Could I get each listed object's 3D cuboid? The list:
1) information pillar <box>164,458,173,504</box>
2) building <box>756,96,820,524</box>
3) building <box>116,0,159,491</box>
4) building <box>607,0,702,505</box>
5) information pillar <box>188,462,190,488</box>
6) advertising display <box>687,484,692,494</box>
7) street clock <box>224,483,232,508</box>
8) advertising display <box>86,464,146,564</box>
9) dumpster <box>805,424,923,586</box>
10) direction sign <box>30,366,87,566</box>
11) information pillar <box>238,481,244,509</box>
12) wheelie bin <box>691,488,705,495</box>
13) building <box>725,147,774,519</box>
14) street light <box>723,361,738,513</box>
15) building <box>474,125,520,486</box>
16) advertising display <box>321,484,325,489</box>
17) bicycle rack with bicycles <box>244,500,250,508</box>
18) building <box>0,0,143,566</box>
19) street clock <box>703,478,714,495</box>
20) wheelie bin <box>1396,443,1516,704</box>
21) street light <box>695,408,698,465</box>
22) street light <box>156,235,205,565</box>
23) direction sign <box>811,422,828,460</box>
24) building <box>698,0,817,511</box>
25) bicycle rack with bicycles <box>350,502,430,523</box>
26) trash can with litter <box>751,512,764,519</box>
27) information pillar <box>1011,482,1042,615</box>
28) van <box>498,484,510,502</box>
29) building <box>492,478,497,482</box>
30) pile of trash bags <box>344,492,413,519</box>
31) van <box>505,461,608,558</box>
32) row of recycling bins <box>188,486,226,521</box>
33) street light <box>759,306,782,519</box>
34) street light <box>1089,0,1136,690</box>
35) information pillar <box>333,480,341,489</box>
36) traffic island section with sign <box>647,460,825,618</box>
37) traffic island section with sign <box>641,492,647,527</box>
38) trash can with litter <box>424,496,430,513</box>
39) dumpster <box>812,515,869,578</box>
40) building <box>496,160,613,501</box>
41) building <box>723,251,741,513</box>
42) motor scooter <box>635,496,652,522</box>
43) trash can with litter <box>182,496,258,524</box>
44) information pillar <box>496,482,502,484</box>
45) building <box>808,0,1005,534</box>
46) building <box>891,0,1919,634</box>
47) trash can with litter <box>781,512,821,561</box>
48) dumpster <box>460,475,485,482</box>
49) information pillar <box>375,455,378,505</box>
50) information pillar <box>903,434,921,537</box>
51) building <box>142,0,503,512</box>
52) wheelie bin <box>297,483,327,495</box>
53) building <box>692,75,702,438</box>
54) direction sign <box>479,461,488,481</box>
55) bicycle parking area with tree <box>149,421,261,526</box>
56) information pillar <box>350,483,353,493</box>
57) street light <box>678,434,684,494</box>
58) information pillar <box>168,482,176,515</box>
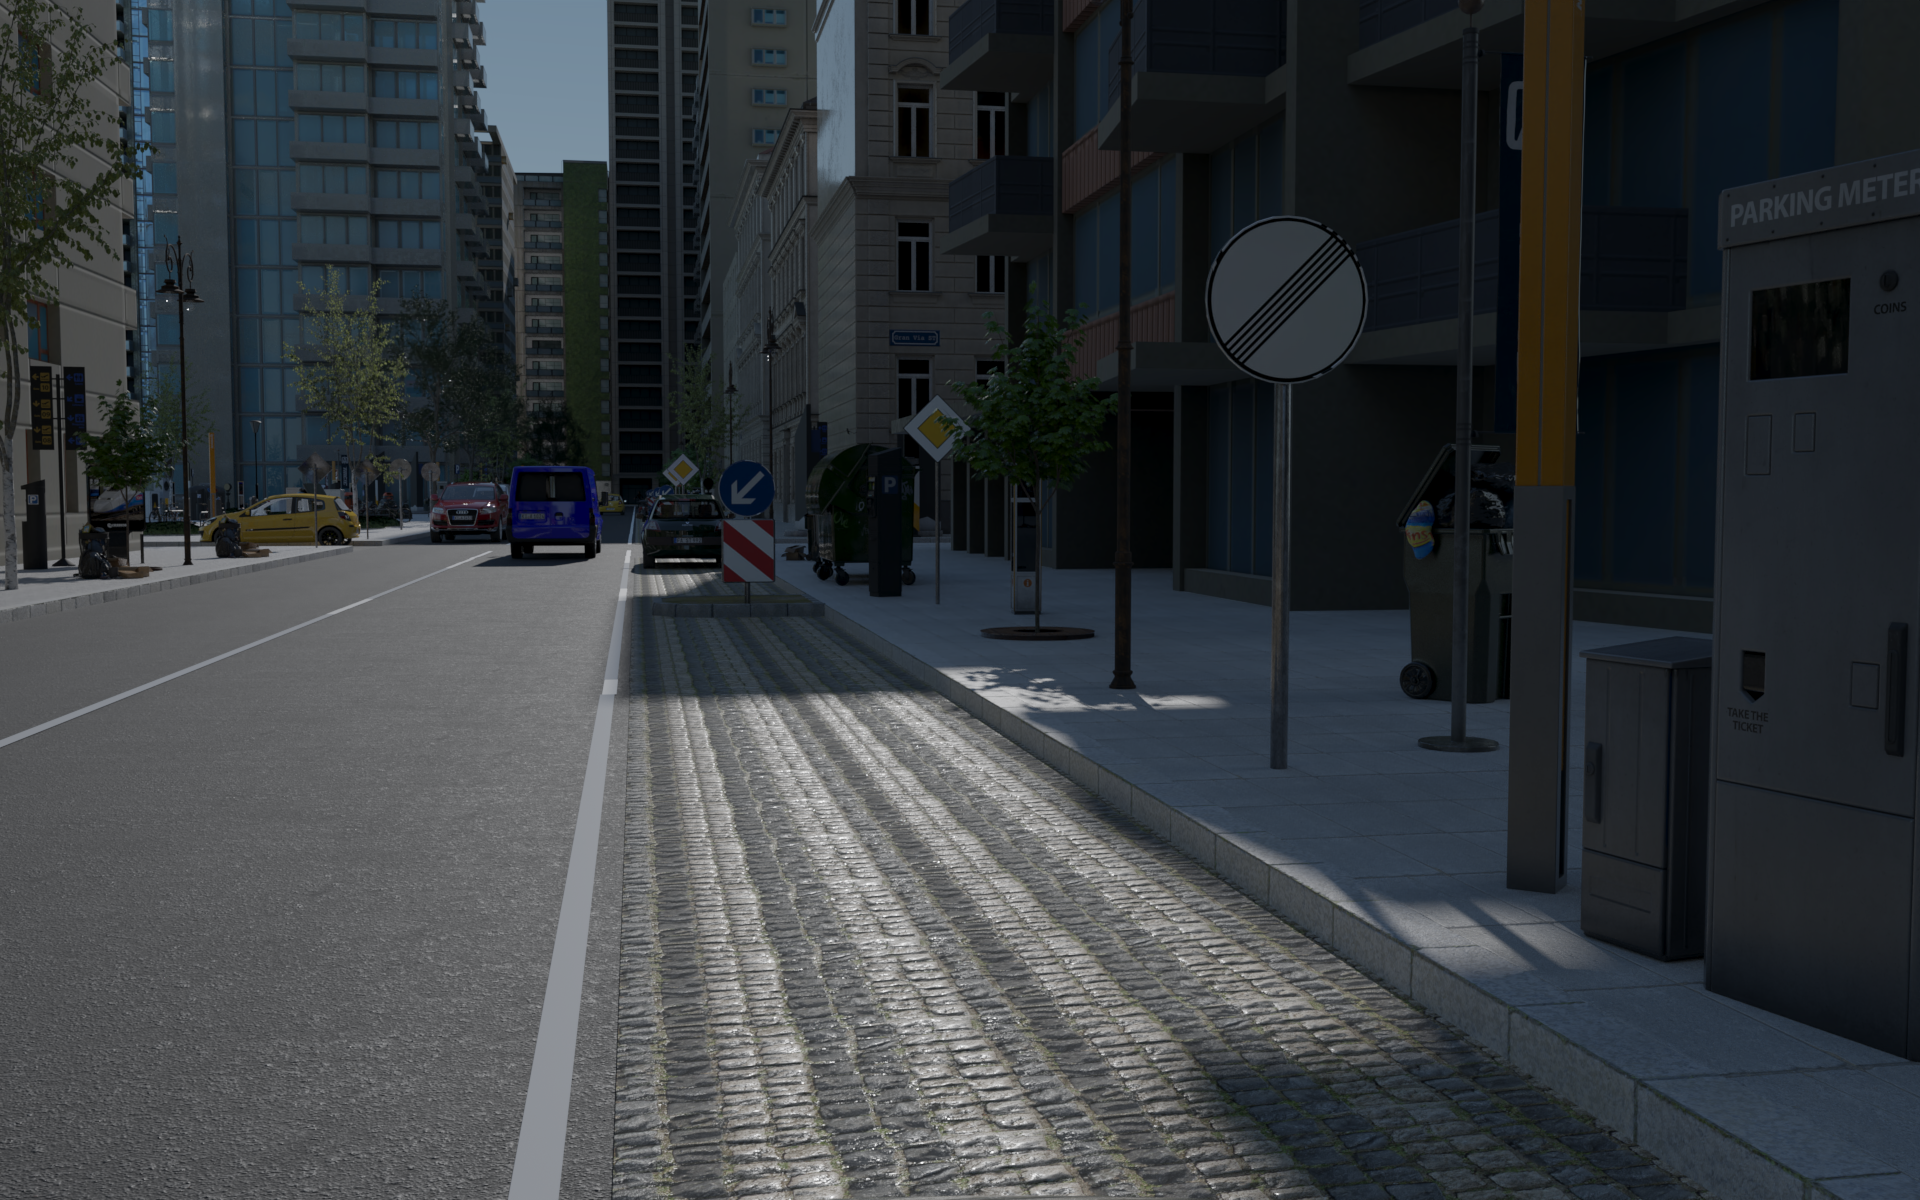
[{"bbox_3d":[-50.750,-7.325,111.121,0.504,3.616,0.183,-2,4,-23],"label":"information pillar"},{"bbox_3d":[-3.201,-13.061,78.178,10.561,19.102,19.286,-1,4,-11],"label":"building"},{"bbox_3d":[-85.352,-52.670,173.821,31.000,86.520,22.319,-1,4,-11],"label":"building"},{"bbox_3d":[-33.699,-47.754,219.021,20.611,71.187,20.563,-1,4,-11],"label":"building"},{"bbox_3d":[-48.545,-7.184,108.812,0.504,3.616,0.183,2,4,31],"label":"information pillar"},{"bbox_3d":[-15.698,-5.949,102.478,0.974,1.923,0.123,1,4,17],"label":"advertising display"},{"bbox_3d":[-49.389,-6.869,116.872,0.471,2.002,0.358,1,4,14],"label":"street clock"},{"bbox_3d":[-15.415,-1.617,31.655,0.974,1.923,0.123,-3,5,-41],"label":"advertising display"},{"bbox_3d":[-1.388,-1.374,24.962,1.502,2.255,1.985,-1,4,-10],"label":"dumpster"},{"bbox_3d":[-15.977,-2.371,30.770,0.876,3.537,0.379,-1,4,-17],"label":"direction sign"},{"bbox_3d":[-41.662,-5.864,100.365,0.304,2.012,0.304,-2,4,-26],"label":"information pillar"},{"bbox_3d":[-12.921,-4.765,85.821,0.980,1.594,0.693,2,4,27],"label":"wheelie bin"},{"bbox_3d":[-6.974,-16.070,98.898,11.583,22.565,21.152,-1,4,-11],"label":"building"},{"bbox_3d":[-7.952,-5.343,60.142,0.468,5.910,1.993,-1,4,-11],"label":"street light"},{"bbox_3d":[-57.515,-29.608,175.976,23.993,40.220,32.217,-1,4,-11],"label":"building"},{"bbox_3d":[-41.411,-6.516,111.751,0.974,1.923,0.123,-3,4,-36],"label":"advertising display"},{"bbox_3d":[-44.933,-5.998,111.449,2.852,0.926,2.925,2,4,32],"label":"bicycle rack with bicycles"},{"bbox_3d":[-30.363,-10.871,22.778,28.899,21.520,27.650,-1,4,-11],"label":"building"},{"bbox_3d":[-11.073,-4.383,76.225,0.471,2.002,0.358,-1,4,-11],"label":"street clock"},{"bbox_3d":[3.217,-0.182,10.879,0.980,1.594,0.693,-3,5,-43],"label":"wheelie bin"},{"bbox_3d":[-14.022,-7.317,92.425,0.468,5.910,1.993,-1,4,-11],"label":"street light"},{"bbox_3d":[-13.953,-3.568,31.125,0.468,5.910,1.993,-1,4,-11],"label":"street light"},{"bbox_3d":[-4.548,-3.801,54.151,0.876,3.537,0.379,-2,4,-27],"label":"direction sign"},{"bbox_3d":[-10.495,-31.832,144.151,21.300,48.544,21.600,-1,4,-11],"label":"building"},{"bbox_3d":[-26.079,-3.973,78.341,2.925,0.926,2.852,1,4,12],"label":"bicycle rack with bicycles"},{"bbox_3d":[-8.104,-3.356,65.931,2.233,1.210,1.678,-2,4,-27],"label":"trash can with litter"},{"bbox_3d":[0.706,-0.856,18.493,0.304,2.012,0.304,0,4,-5],"label":"information pillar"},{"bbox_3d":[-18.804,-3.830,69.626,2.013,2.044,4.112,-1,4,-11],"label":"van"},{"bbox_3d":[-64.078,-26.909,211.659,14.107,30.474,14.160,-1,4,-11],"label":"building"},{"bbox_3d":[-29.934,-4.826,88.655,1.912,1.369,3.447,3,5,43],"label":"pile of trash bags"},{"bbox_3d":[-9.374,-2.198,40.321,2.240,2.365,5.245,-1,4,-10],"label":"van"},{"bbox_3d":[-37.314,-4.806,85.691,1.069,1.692,3.534,0,4,-4],"label":"row of recycling bins"},{"bbox_3d":[-4.671,-4.281,42.775,0.468,5.910,1.993,-1,4,-11],"label":"street light"},{"bbox_3d":[1.075,-2.354,11.273,0.468,5.910,1.993,-1,4,-11],"label":"street light"},{"bbox_3d":[-32.239,-5.209,89.655,0.304,2.012,0.304,1,4,23],"label":"information pillar"},{"bbox_3d":[-2.720,-0.752,20.918,1.989,1.847,2.006,-1,4,-11],"label":"traffic island section with sign"},{"bbox_3d":[-13.015,-4.130,76.147,1.989,1.847,2.006,-1,4,-11],"label":"traffic island section with sign"},{"bbox_3d":[-35.604,-6.447,116.794,1.055,1.170,0.624,-1,4,-18],"label":"trash can with litter"},{"bbox_3d":[-1.649,-1.309,27.167,1.264,1.857,1.865,-1,4,-11],"label":"dumpster"},{"bbox_3d":[-50.261,-32.448,214.126,14.086,41.232,14.154,-1,4,-11],"label":"building"},{"bbox_3d":[-10.418,-16.088,117.782,10.420,20.320,16.860,-1,4,-11],"label":"building"},{"bbox_3d":[-16.214,-4.646,88.737,0.815,1.314,1.986,-1,4,-9],"label":"motor scooter"},{"bbox_3d":[-26.216,-3.111,61.919,1.678,1.210,2.233,2,4,34],"label":"trash can with litter"},{"bbox_3d":[-27.068,-5.953,101.820,0.304,2.012,0.304,-2,4,-26],"label":"information pillar"},{"bbox_3d":[7.546,-16.177,61.750,25.104,27.353,12.463,-1,4,-11],"label":"building"},{"bbox_3d":[11.545,-22.806,27.510,22.147,44.769,28.867,-1,4,-11],"label":"building"},{"bbox_3d":[-2.937,-1.342,33.336,1.055,1.170,0.624,1,4,18],"label":"trash can with litter"},{"bbox_3d":[-24.394,-5.165,86.934,1.502,2.255,1.985,-1,4,-10],"label":"dumpster"},{"bbox_3d":[-34.794,-6.846,103.292,0.183,3.616,0.504,-2,4,-23],"label":"information pillar"},{"bbox_3d":[-1.426,-3.664,51.267,0.504,3.616,0.183,-1,4,-18],"label":"information pillar"},{"bbox_3d":[-48.661,-31.481,134.326,23.786,49.044,30.456,-1,4,-11],"label":"building"},{"bbox_3d":[-18.097,-2.473,48.336,0.693,1.594,0.980,2,4,24],"label":"wheelie bin"},{"bbox_3d":[-16.764,-34.502,183.720,23.786,49.044,30.456,-1,4,-11],"label":"building"},{"bbox_3d":[-32.740,-7.769,119.022,0.876,3.537,0.379,3,4,38],"label":"direction sign"},{"bbox_3d":[-30.163,-4.932,67.646,8.231,4.147,9.016,1,4,14],"label":"bicycle parking area with tree"},{"bbox_3d":[-40.655,-6.821,116.014,0.304,2.012,0.304,0,4,7],"label":"information pillar"},{"bbox_3d":[-19.936,-9.244,123.932,0.468,5.910,1.993,-1,4,-11],"label":"street light"},{"bbox_3d":[-48.877,-6.293,107.379,0.304,2.012,0.304,0,4,7],"label":"information pillar"}]
